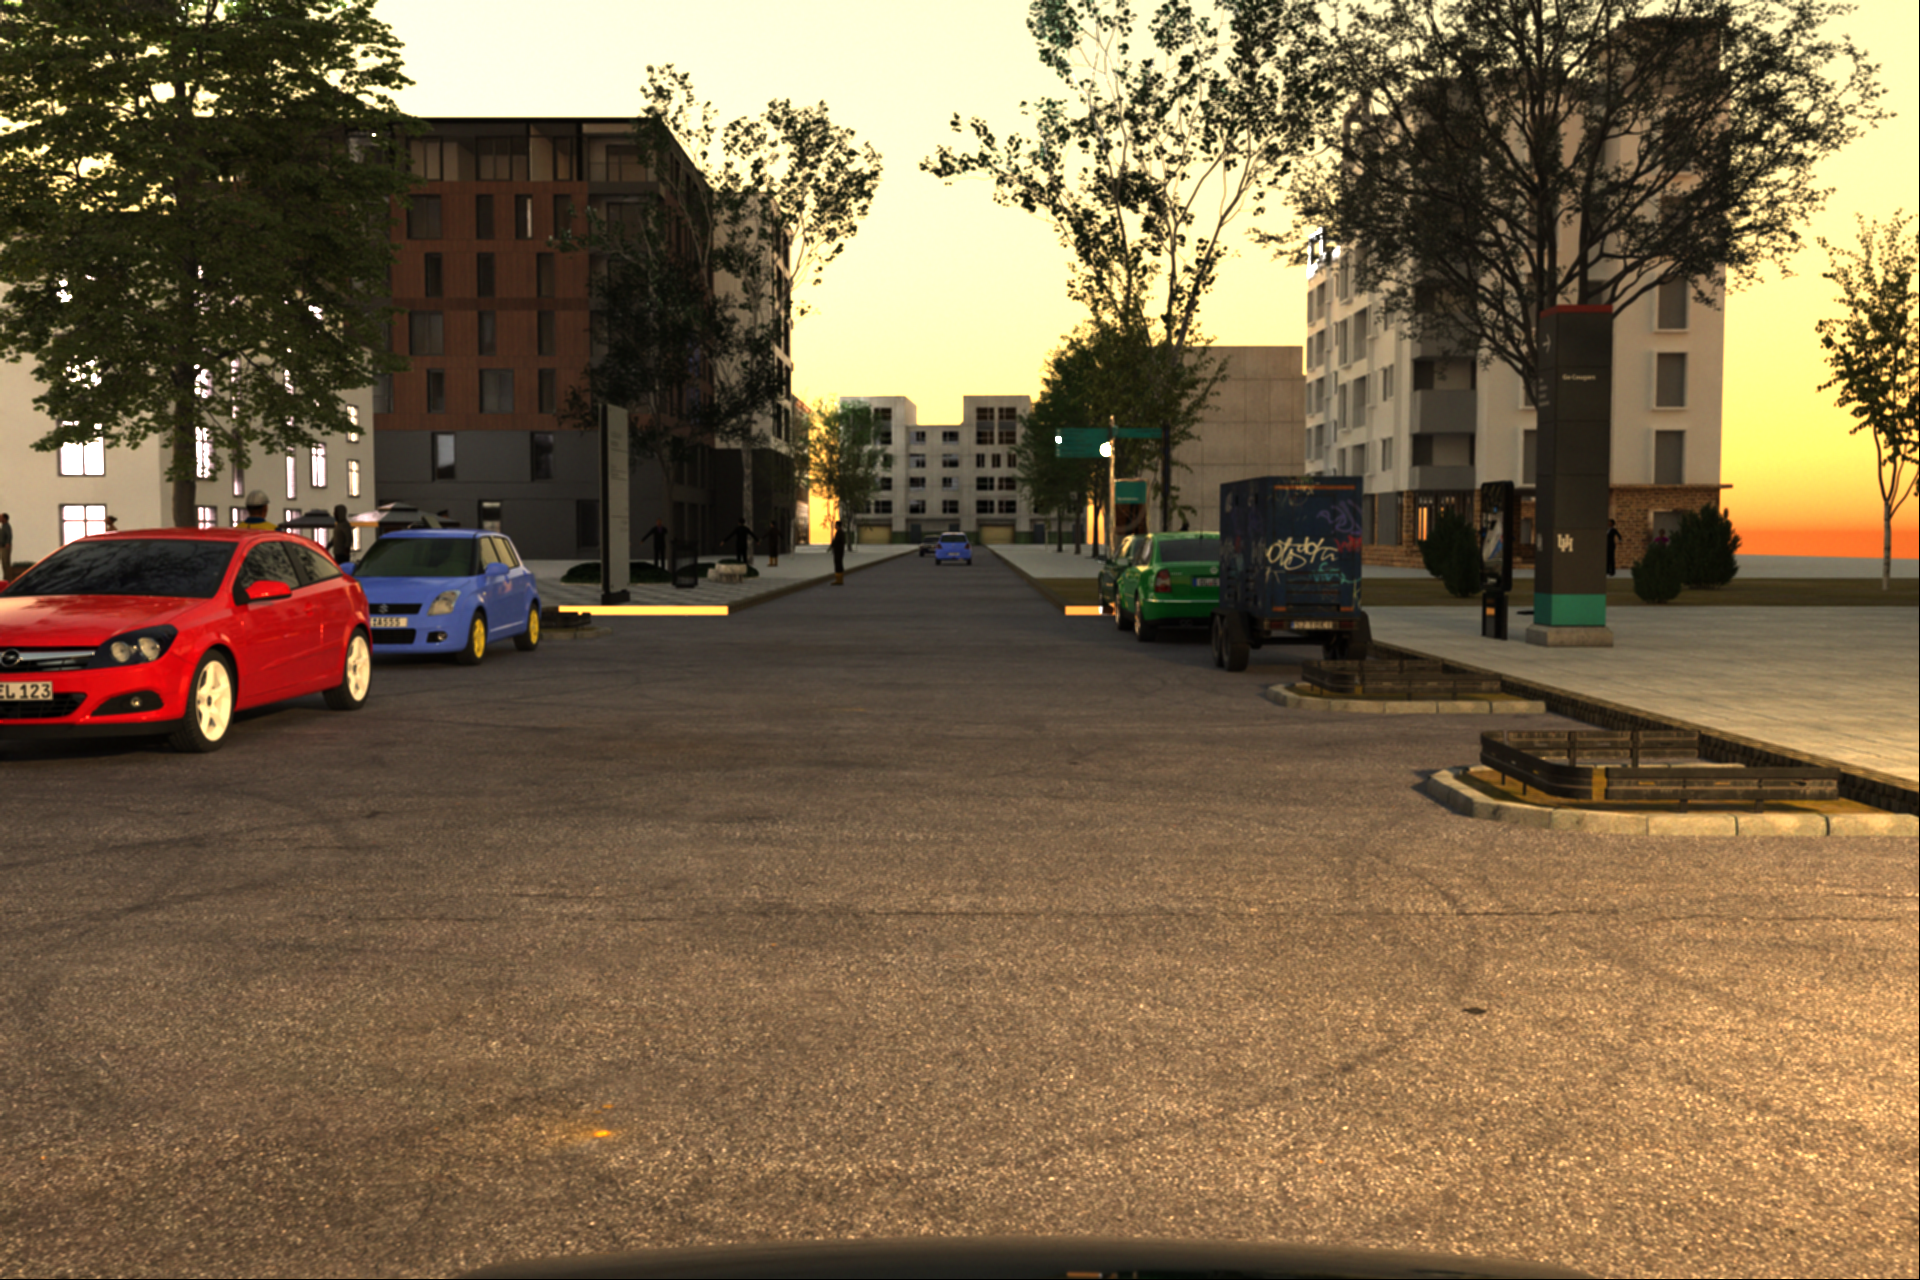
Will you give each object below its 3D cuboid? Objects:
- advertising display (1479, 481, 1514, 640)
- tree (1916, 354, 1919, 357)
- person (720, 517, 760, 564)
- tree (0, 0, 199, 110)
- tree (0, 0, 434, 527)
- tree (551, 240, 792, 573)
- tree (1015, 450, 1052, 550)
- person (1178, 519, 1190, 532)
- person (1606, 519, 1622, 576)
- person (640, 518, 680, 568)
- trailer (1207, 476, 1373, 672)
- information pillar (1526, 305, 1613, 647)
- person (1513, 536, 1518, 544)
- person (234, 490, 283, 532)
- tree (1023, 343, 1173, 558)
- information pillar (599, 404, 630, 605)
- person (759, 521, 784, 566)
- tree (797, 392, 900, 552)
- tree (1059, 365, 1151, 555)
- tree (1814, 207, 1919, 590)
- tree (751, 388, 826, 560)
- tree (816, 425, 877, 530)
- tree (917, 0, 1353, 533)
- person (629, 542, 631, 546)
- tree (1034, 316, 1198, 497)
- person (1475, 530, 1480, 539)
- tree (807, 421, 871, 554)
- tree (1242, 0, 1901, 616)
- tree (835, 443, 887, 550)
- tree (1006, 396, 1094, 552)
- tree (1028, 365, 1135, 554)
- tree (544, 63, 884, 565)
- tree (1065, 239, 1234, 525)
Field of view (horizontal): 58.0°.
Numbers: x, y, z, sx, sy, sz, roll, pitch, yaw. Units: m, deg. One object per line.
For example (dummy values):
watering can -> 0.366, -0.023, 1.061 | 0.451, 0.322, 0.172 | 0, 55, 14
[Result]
advertising display -> 6.593, -0.985, 21.314 | 0.123, 1.923, 0.974 | 0, 4, 1
tree -> 26.884, -5.802, 45.218 | 4.360, 8.622, 3.978 | 0, 3, 0
person -> -6.871, -2.950, 54.423 | 1.347, 1.806, 0.705 | -2, 4, -32
tree -> -11.319, -6.307, 13.493 | 12.009, 13.543, 11.850 | 0, 3, 0
tree -> -12.072, -6.666, 27.115 | 7.486, 12.596, 7.792 | 0, 3, 0
tree -> -8.919, -7.335, 54.332 | 8.767, 10.594, 7.601 | 1, 4, 19
tree -> 6.571, -11.328, 135.571 | 4.737, 8.622, 4.395 | 0, 3, 0
person -> 8.699, -3.725, 66.682 | 0.705, 1.856, 1.354 | 2, 4, 25
person -> 19.801, -2.825, 52.916 | 0.721, 1.740, 1.216 | -1, 4, -20
person -> -9.885, -3.106, 57.013 | 1.346, 1.802, 0.704 | -1, 4, -19
trailer -> 3.454, -0.734, 19.053 | 1.471, 1.999, 3.904 | 0, 4, -1
information pillar -> 7.039, -1.868, 19.917 | 0.750, 3.857, 0.750 | 0, 3, 0
person -> 18.319, -3.199, 58.770 | 1.216, 1.772, 0.721 | 0, 4, 6
person -> -6.373, -0.450, 15.786 | 1.349, 1.833, 0.705 | 0, 4, 0
tree -> 7.368, -10.143, 91.591 | 9.928, 11.665, 9.643 | 0, 3, 0
information pillar -> -6.382, -2.490, 32.029 | 0.184, 3.620, 1.656 | 0, 4, 1
person -> -7.470, -3.849, 69.061 | 0.704, 1.812, 1.346 | 3, 5, 42
tree -> -8.114, -12.263, 126.251 | 9.928, 11.665, 9.643 | 0, 3, 0
tree -> 6.352, -7.624, 75.015 | 4.360, 8.622, 3.978 | 0, 3, 0
tree -> 21.185, -5.429, 39.131 | 4.737, 8.622, 4.395 | 0, 3, 0
tree -> -8.353, -8.327, 86.502 | 4.360, 8.622, 3.978 | 0, 3, 0
tree -> -7.842, -10.278, 118.402 | 4.737, 8.622, 4.395 | 0, 3, 0
tree -> 5.429, -12.254, 56.245 | 12.611, 20.169, 13.585 | 0, 3, 0
person -> -11.549, -3.186, 58.274 | 1.347, 1.806, 0.705 | 3, 5, 44
tree -> 7.330, -9.523, 81.457 | 9.928, 11.665, 9.643 | 0, 3, 0
person -> 17.338, -3.104, 56.893 | 1.345, 1.843, 0.704 | -1, 4, -18
tree -> -8.403, -9.835, 111.171 | 4.360, 8.622, 3.978 | 0, 3, 0
tree -> 9.392, -7.149, 27.263 | 12.009, 13.543, 11.850 | 0, 3, 0
tree -> -8.428, -11.422, 137.118 | 4.360, 8.622, 3.978 | 0, 3, 0
tree -> 7.206, -12.019, 122.265 | 9.928, 11.665, 9.643 | 0, 3, 0
tree -> 7.874, -11.740, 110.079 | 7.486, 12.596, 7.792 | 0, 3, 0
tree -> -9.992, -13.178, 71.348 | 12.611, 20.169, 13.585 | 0, 3, 0
tree -> 4.430, -5.692, 43.427 | 4.737, 8.622, 4.395 | 0, 3, 0
